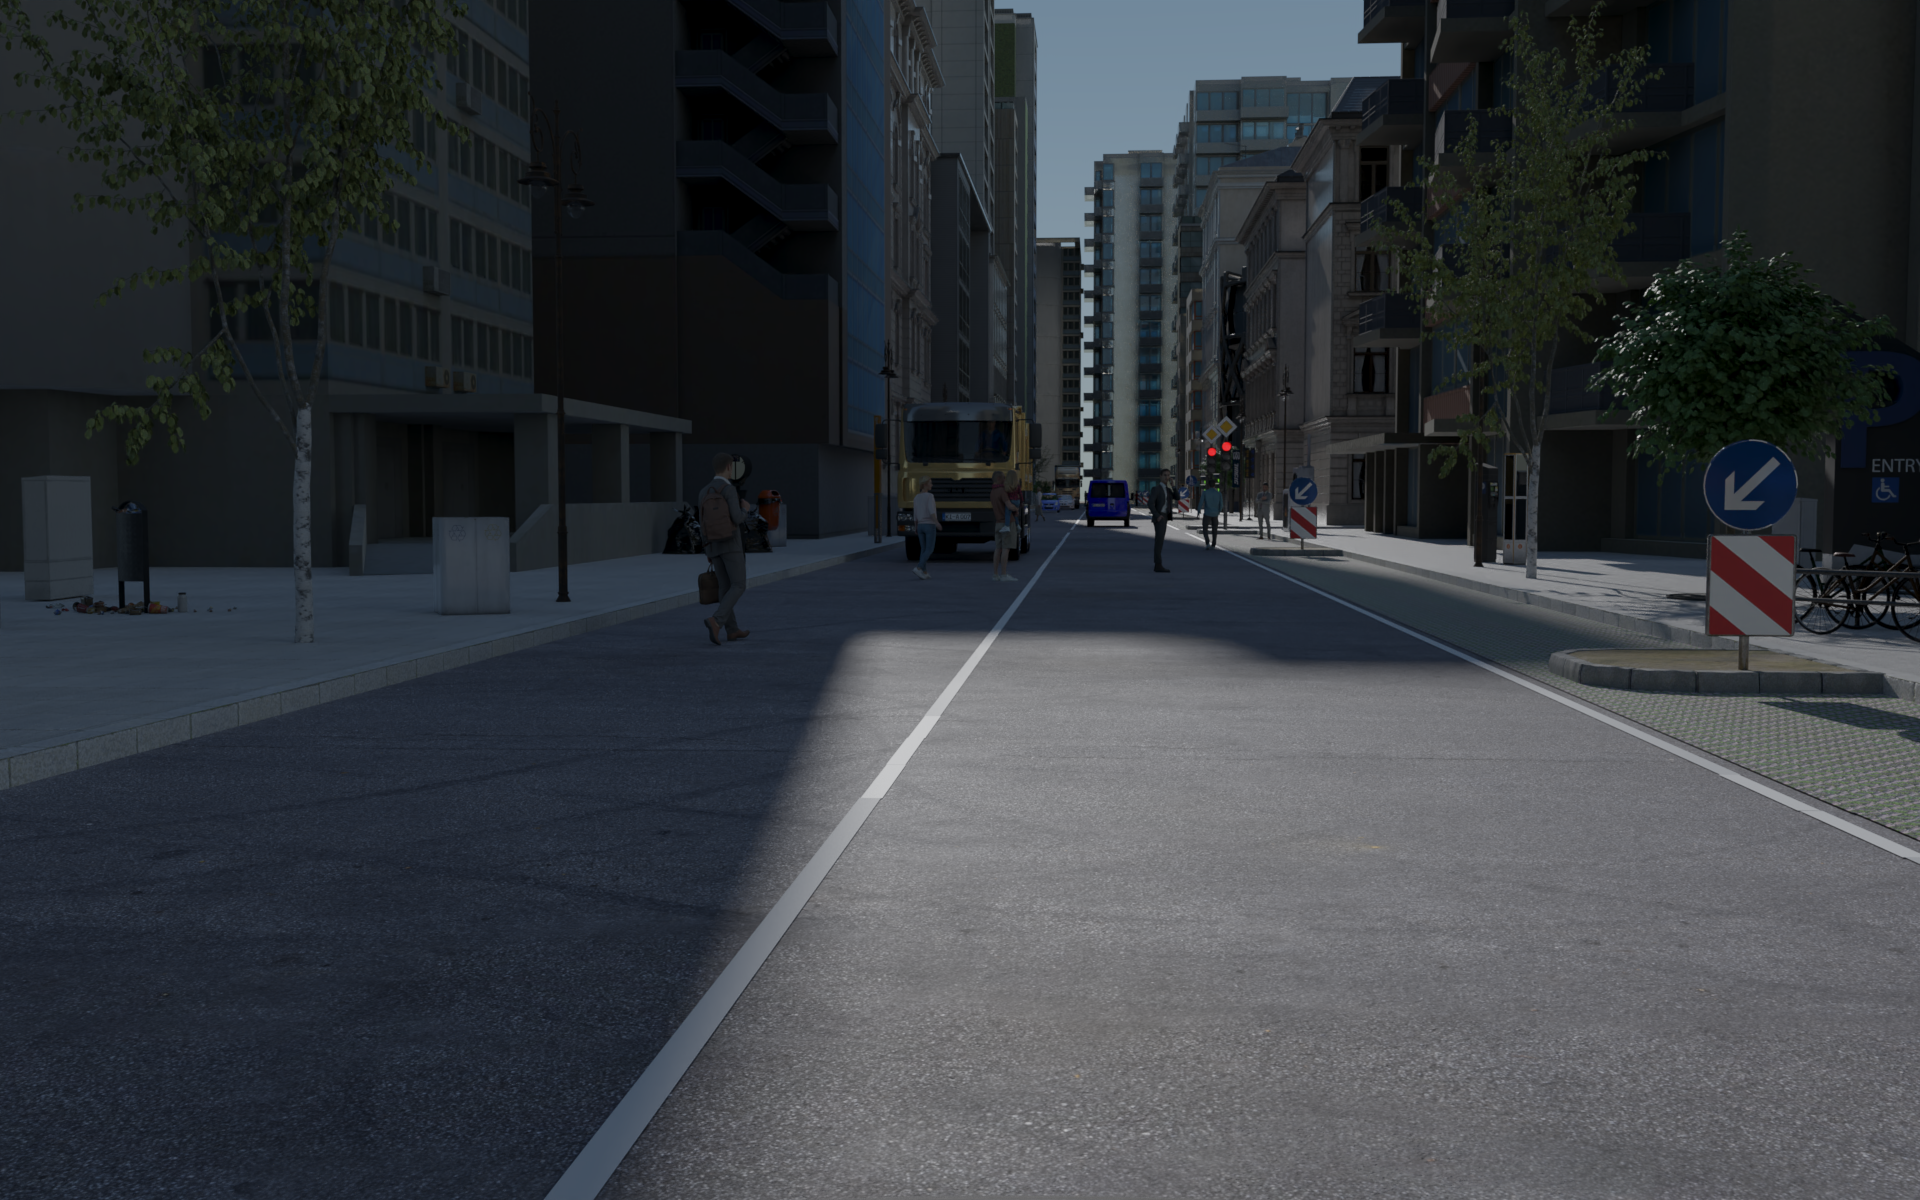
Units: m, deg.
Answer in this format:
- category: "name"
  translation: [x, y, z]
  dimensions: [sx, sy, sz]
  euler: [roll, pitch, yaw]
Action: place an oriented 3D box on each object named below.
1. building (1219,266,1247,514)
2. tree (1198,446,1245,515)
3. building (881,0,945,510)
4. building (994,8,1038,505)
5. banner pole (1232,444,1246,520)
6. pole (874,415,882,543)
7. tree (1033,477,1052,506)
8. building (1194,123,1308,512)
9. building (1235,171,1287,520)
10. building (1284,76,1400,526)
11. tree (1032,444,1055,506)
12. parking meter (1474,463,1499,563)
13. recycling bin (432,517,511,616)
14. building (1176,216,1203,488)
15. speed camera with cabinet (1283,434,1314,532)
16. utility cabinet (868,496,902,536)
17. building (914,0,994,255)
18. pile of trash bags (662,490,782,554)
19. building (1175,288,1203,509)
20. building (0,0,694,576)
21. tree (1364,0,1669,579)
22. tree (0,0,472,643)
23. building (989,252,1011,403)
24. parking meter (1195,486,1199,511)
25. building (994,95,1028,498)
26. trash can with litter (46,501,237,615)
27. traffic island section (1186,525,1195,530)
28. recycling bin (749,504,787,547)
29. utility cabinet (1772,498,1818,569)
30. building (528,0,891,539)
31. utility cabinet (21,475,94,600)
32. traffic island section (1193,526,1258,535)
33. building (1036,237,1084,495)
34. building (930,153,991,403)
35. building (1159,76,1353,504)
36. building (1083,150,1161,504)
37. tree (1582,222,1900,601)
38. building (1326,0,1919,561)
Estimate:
- category: "building"
  translation: [25.813, -15.203, 116.022]
  dimensions: [16.820, 18.784, 16.811]
  euler: [0, 4, 5]
- category: "tree"
  translation: [16.343, -7.517, 106.625]
  dimensions: [4.285, 4.588, 4.351]
  euler: [0, 3, 0]
- category: "building"
  translation: [-8.573, -18.117, 83.610]
  dimensions: [14.401, 28.519, 23.554]
  euler: [0, 4, 5]
- category: "building"
  translation: [-4.853, -40.909, 210.857]
  dimensions: [28.212, 58.520, 21.231]
  euler: [0, 4, 5]
- category: "banner pole"
  translation: [13.856, -5.872, 86.032]
  dimensions: [0.863, 3.779, 0.401]
  euler: [3, 5, 41]
- category: "pole"
  translation: [-2.138, -3.132, 45.048]
  dimensions: [0.158, 3.312, 0.155]
  euler: [0, 3, 0]
- category: "tree"
  translation: [8.683, -11.961, 190.160]
  dimensions: [1.663, 3.219, 1.824]
  euler: [0, 3, 0]
- category: "building"
  translation: [25.551, -21.304, 134.228]
  dimensions: [13.634, 28.700, 20.117]
  euler: [0, 4, 5]
- category: "building"
  translation: [20.721, -13.952, 92.743]
  dimensions: [10.561, 19.102, 19.286]
  euler: [0, 4, 5]
- category: "building"
  translation: [24.361, -12.808, 74.039]
  dimensions: [19.286, 19.102, 10.561]
  euler: [0, 4, 5]
- category: "tree"
  translation: [7.844, -14.374, 185.383]
  dimensions: [4.360, 8.622, 3.978]
  euler: [0, 3, 0]
- category: "parking meter"
  translation: [9.899, -1.643, 32.569]
  dimensions: [0.255, 1.863, 0.399]
  euler: [-2, 4, -30]
- category: "recycling bin"
  translation: [-5.278, -0.376, 18.702]
  dimensions: [0.722, 1.027, 0.722]
  euler: [-2, 4, -23]
- category: "building"
  translation: [29.714, -25.055, 181.349]
  dimensions: [14.160, 30.474, 14.107]
  euler: [0, 4, 5]
- category: "speed camera with cabinet"
  translation: [11.301, -3.887, 57.893]
  dimensions: [0.660, 3.252, 2.038]
  euler: [0, 4, -2]
- category: "utility cabinet"
  translation: [-2.319, -2.587, 53.467]
  dimensions: [1.020, 1.237, 0.306]
  euler: [1, 4, 14]
- category: "building"
  translation: [-5.164, -43.885, 155.765]
  dimensions: [20.563, 71.187, 20.611]
  euler: [0, 4, 5]
- category: "pile of trash bags"
  translation: [-4.953, -1.738, 38.171]
  dimensions: [1.912, 1.369, 3.447]
  euler: [2, 4, 25]
- category: "building"
  translation: [34.381, -19.209, 159.105]
  dimensions: [27.650, 21.520, 28.899]
  euler: [0, 4, 5]
- category: "building"
  translation: [-22.792, -21.011, 35.415]
  dimensions: [32.217, 40.220, 23.993]
  euler: [0, 4, 5]
- category: "tree"
  translation: [8.617, -4.647, 26.344]
  dimensions: [4.737, 8.622, 4.395]
  euler: [0, 3, 0]
- category: "tree"
  translation: [-5.845, -3.946, 14.883]
  dimensions: [4.737, 8.622, 4.395]
  euler: [0, 3, 0]
- category: "building"
  translation: [-1.430, -17.478, 134.915]
  dimensions: [9.793, 20.994, 18.267]
  euler: [0, 4, 5]
- category: "parking meter"
  translation: [18.266, -7.806, 133.346]
  dimensions: [0.255, 1.863, 0.399]
  euler: [0, 4, -1]
- category: "building"
  translation: [-0.561, -29.975, 173.684]
  dimensions: [14.154, 41.232, 14.086]
  euler: [0, 4, 5]
- category: "trash can with litter"
  translation: [-9.201, -0.488, 19.041]
  dimensions: [2.233, 1.210, 1.678]
  euler: [2, 4, 35]
- category: "traffic island section"
  translation: [10.205, -2.937, 70.300]
  dimensions: [2.009, 0.180, 2.903]
  euler: [0, 4, 5]
- category: "recycling bin"
  translation: [-4.700, -1.810, 42.140]
  dimensions: [0.722, 1.027, 0.722]
  euler: [2, 4, 27]
- category: "utility cabinet"
  translation: [14.245, -1.127, 29.581]
  dimensions: [0.306, 1.237, 1.020]
  euler: [0, 4, 0]
- category: "building"
  translation: [-10.113, -24.783, 55.308]
  dimensions: [14.200, 45.320, 14.600]
  euler: [0, 4, 5]
- category: "utility cabinet"
  translation: [-11.037, -0.765, 21.184]
  dimensions: [0.318, 1.500, 1.173]
  euler: [0, 4, -3]
- category: "traffic island section"
  translation: [9.569, -2.450, 62.340]
  dimensions: [2.009, 0.180, 2.903]
  euler: [0, 4, 5]
- category: "building"
  translation: [5.529, -33.896, 246.074]
  dimensions: [23.993, 40.220, 32.217]
  euler: [0, 4, 5]
- category: "building"
  translation: [-6.014, -17.846, 110.853]
  dimensions: [14.314, 24.678, 30.058]
  euler: [0, 4, 5]
- category: "building"
  translation: [36.258, -35.655, 202.572]
  dimensions: [23.786, 49.044, 30.456]
  euler: [0, 4, 5]
- category: "building"
  translation: [32.456, -37.944, 239.995]
  dimensions: [30.456, 49.044, 23.786]
  euler: [0, 4, 5]
- category: "tree"
  translation: [9.387, -2.289, 21.147]
  dimensions: [4.285, 4.588, 4.351]
  euler: [0, 3, 0]
- category: "building"
  translation: [22.465, -23.864, 44.793]
  dimensions: [22.147, 44.769, 28.867]
  euler: [0, 4, 5]
